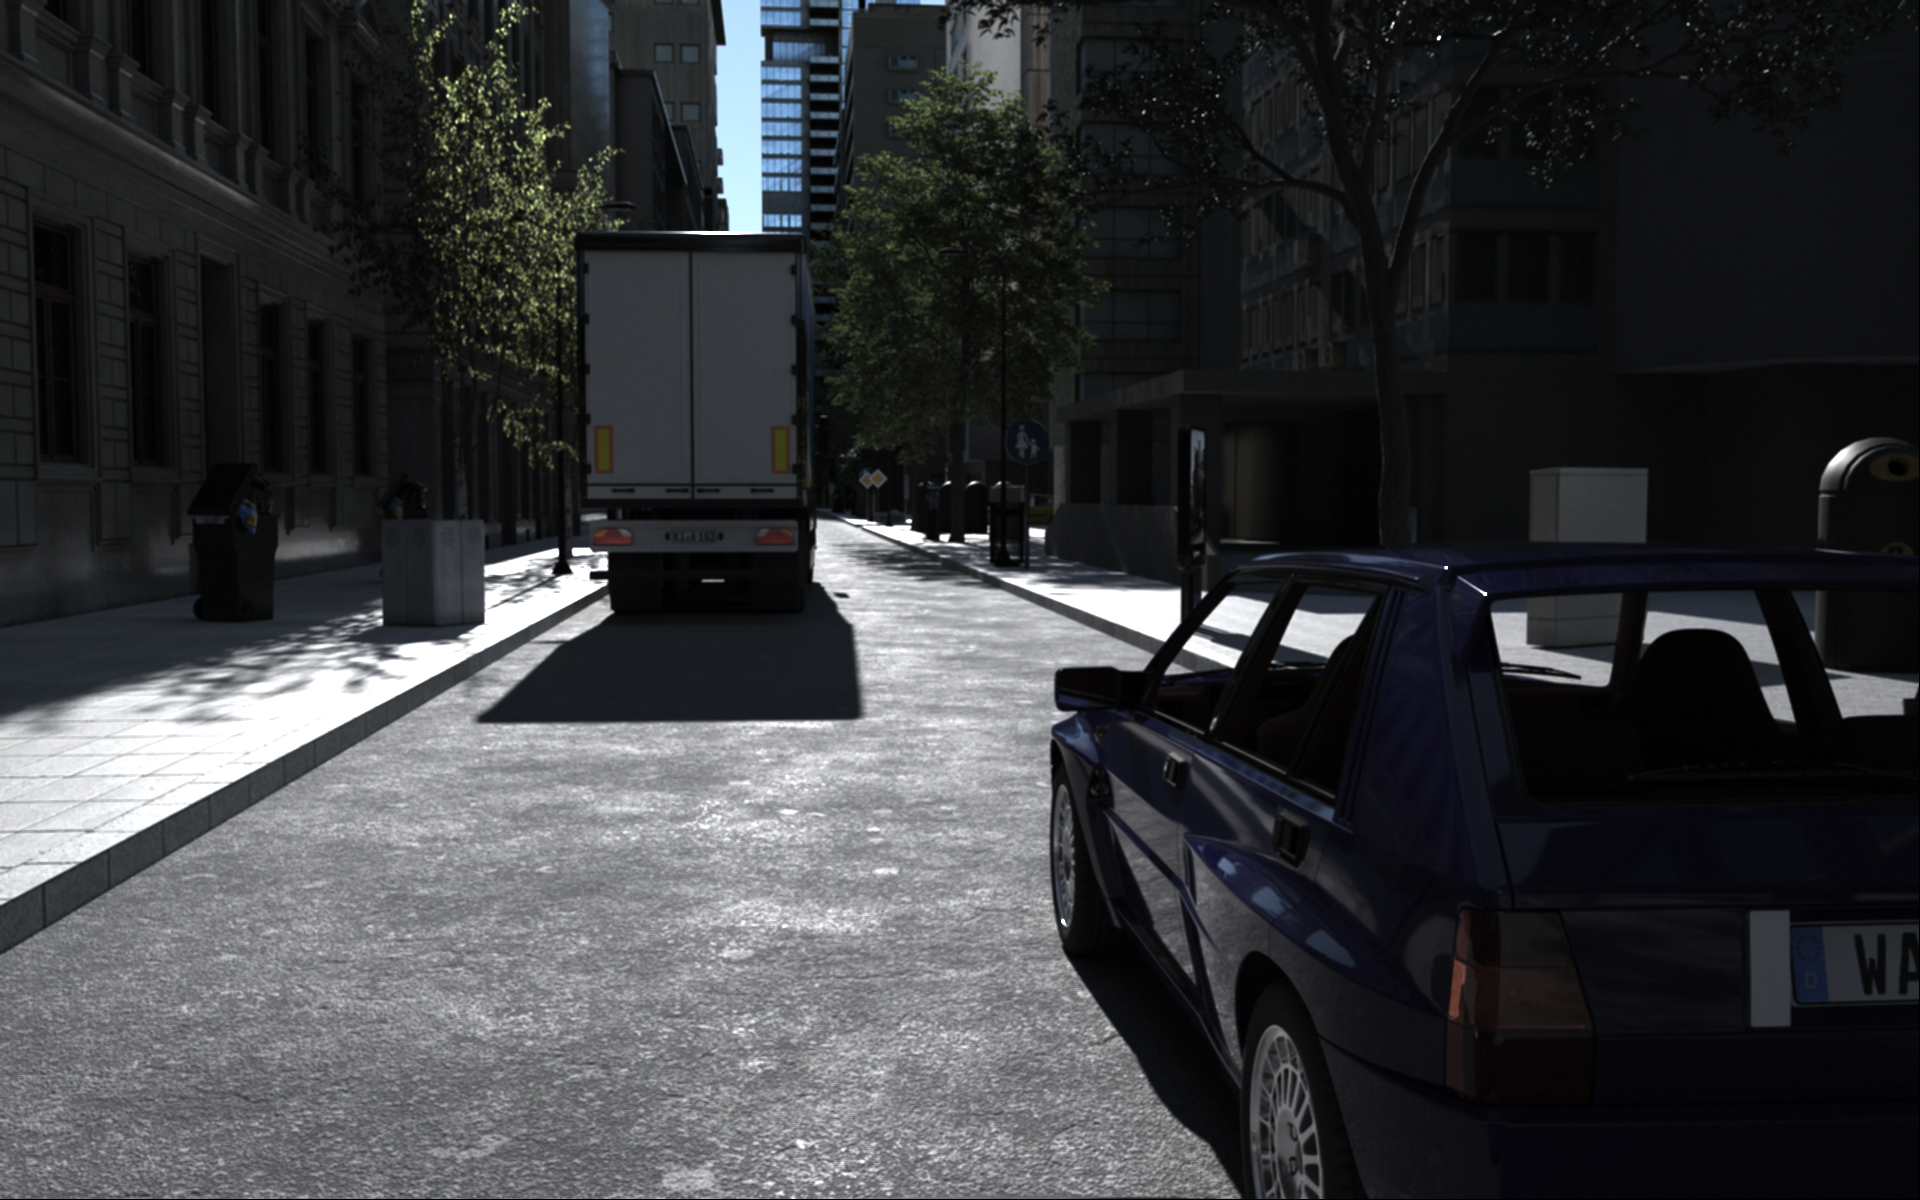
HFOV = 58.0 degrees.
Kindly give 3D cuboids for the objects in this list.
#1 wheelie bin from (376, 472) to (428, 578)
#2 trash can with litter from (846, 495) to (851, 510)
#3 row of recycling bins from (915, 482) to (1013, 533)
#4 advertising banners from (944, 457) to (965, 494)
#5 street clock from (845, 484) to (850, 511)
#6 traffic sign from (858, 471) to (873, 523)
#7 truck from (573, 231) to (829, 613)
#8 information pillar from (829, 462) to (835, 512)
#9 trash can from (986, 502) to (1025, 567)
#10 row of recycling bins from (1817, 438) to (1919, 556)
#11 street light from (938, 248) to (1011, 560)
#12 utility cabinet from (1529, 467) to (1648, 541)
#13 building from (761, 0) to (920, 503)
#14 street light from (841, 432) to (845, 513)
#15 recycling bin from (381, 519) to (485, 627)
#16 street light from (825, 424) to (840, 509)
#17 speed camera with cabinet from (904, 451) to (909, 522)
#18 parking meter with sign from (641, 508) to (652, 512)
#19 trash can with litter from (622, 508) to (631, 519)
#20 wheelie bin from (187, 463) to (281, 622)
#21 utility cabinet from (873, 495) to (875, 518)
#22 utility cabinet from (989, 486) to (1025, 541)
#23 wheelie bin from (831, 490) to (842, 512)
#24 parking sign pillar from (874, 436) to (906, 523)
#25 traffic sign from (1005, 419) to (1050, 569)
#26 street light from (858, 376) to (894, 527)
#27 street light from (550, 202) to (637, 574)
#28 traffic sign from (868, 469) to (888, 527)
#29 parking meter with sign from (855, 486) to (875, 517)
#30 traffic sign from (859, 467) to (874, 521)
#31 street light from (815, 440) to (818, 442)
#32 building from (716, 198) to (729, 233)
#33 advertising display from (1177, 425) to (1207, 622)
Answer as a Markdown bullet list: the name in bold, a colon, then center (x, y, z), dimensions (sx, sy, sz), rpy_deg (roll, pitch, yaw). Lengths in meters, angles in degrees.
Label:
- **wheelie bin**: center (-8.105, -1.059, 25.219), dimensions (0.693, 1.594, 0.980), rpy_deg (-2, 4, -27)
- **trash can with litter**: center (-8.719, -7.789, 138.734), dimensions (0.624, 1.170, 1.055), rpy_deg (-1, 4, -21)
- **row of recycling bins**: center (0.170, -3.098, 57.759), dimensions (3.534, 1.692, 1.069), rpy_deg (1, 4, 19)
- **advertising banners**: center (-0.283, -5.246, 81.954), dimensions (0.090, 3.025, 2.074), rpy_deg (-2, 4, -27)
- **street clock**: center (-8.302, -7.542, 127.886), dimensions (0.358, 2.002, 0.471), rpy_deg (0, 4, 4)
- **traffic sign**: center (-4.065, -4.428, 76.044), dimensions (0.795, 2.450, 0.064), rpy_deg (0, 4, -6)
- **truck**: center (-3.270, -2.156, 24.171), dimensions (2.839, 4.237, 11.283), rpy_deg (0, 4, -4)
- **information pillar**: center (-9.194, -8.158, 124.737), dimensions (0.504, 3.616, 0.183), rpy_deg (1, 4, 21)
- **trash can**: center (0.835, -1.169, 30.767), dimensions (0.748, 1.137, 0.748), rpy_deg (0, 3, 0)
- **row of recycling bins**: center (7.783, -0.293, 11.899), dimensions (3.534, 1.692, 1.069), rpy_deg (3, 5, 41)
- **street light**: center (0.290, -3.695, 32.951), dimensions (1.470, 5.913, 1.316), rpy_deg (0, 4, -6)
- **utility cabinet**: center (5.312, -0.367, 14.680), dimensions (1.173, 1.500, 0.318), rpy_deg (-2, 4, -33)
- **building**: center (-16.305, -57.051, 245.447), dimensions (31.000, 86.520, 22.319), rpy_deg (0, 4, -6)
- **street light**: center (-4.628, -6.561, 79.811), dimensions (1.470, 5.913, 1.316), rpy_deg (0, 4, -6)
- **recycling bin**: center (-5.196, -0.278, 17.094), dimensions (0.722, 1.027, 0.722), rpy_deg (2, 4, 26)
- **street light**: center (-8.327, -8.709, 114.936), dimensions (1.470, 5.913, 1.316), rpy_deg (0, 4, -6)
- **speed camera with cabinet**: center (-3.029, -5.249, 80.150), dimensions (0.660, 3.252, 2.038), rpy_deg (-2, 4, -26)
- **parking meter with sign**: center (-9.800, -3.484, 53.218), dimensions (0.543, 3.016, 1.738), rpy_deg (0, 4, 7)
- **trash can with litter**: center (-10.153, -2.476, 51.863), dimensions (1.055, 1.170, 0.624), rpy_deg (-1, 4, -19)
- **wheelie bin**: center (-7.370, -0.593, 17.607), dimensions (0.980, 1.594, 0.693), rpy_deg (2, 4, 28)
- **utility cabinet**: center (-4.232, -4.573, 85.923), dimensions (0.306, 1.237, 1.020), rpy_deg (-1, 4, -14)
- **utility cabinet**: center (1.301, -2.351, 47.112), dimensions (0.318, 1.500, 1.173), rpy_deg (-3, 5, -44)
- **wheelie bin**: center (-8.588, -6.969, 121.858), dimensions (0.980, 1.594, 0.693), rpy_deg (1, 4, 12)
- **parking sign pillar**: center (-3.173, -5.477, 78.027), dimensions (1.447, 3.967, 1.447), rpy_deg (0, 4, -1)
- **traffic sign**: center (1.142, -1.799, 29.517), dimensions (0.768, 2.556, 0.104), rpy_deg (0, 4, -3)
- **street light**: center (-3.335, -5.841, 68.043), dimensions (1.470, 5.913, 1.316), rpy_deg (0, 4, -6)
- **street light**: center (-5.849, -3.373, 27.688), dimensions (1.470, 5.913, 1.316), rpy_deg (0, 4, -6)
- **traffic sign**: center (-3.227, -3.943, 68.103), dimensions (0.795, 2.450, 0.064), rpy_deg (0, 4, -6)
- **parking meter with sign**: center (-5.030, -6.097, 95.951), dimensions (1.738, 3.016, 0.543), rpy_deg (3, 4, 36)
- **traffic sign**: center (-4.419, -5.041, 82.527), dimensions (0.768, 2.556, 0.104), rpy_deg (0, 4, 3)
- **street light**: center (-12.074, -10.855, 150.014), dimensions (1.470, 5.913, 1.316), rpy_deg (0, 4, -6)
- **building**: center (-39.065, -34.084, 240.859), dimensions (14.086, 41.232, 14.154), rpy_deg (0, 4, -6)
- **advertising display**: center (2.222, -0.695, 16.583), dimensions (0.123, 1.923, 0.974), rpy_deg (1, 4, 17)
